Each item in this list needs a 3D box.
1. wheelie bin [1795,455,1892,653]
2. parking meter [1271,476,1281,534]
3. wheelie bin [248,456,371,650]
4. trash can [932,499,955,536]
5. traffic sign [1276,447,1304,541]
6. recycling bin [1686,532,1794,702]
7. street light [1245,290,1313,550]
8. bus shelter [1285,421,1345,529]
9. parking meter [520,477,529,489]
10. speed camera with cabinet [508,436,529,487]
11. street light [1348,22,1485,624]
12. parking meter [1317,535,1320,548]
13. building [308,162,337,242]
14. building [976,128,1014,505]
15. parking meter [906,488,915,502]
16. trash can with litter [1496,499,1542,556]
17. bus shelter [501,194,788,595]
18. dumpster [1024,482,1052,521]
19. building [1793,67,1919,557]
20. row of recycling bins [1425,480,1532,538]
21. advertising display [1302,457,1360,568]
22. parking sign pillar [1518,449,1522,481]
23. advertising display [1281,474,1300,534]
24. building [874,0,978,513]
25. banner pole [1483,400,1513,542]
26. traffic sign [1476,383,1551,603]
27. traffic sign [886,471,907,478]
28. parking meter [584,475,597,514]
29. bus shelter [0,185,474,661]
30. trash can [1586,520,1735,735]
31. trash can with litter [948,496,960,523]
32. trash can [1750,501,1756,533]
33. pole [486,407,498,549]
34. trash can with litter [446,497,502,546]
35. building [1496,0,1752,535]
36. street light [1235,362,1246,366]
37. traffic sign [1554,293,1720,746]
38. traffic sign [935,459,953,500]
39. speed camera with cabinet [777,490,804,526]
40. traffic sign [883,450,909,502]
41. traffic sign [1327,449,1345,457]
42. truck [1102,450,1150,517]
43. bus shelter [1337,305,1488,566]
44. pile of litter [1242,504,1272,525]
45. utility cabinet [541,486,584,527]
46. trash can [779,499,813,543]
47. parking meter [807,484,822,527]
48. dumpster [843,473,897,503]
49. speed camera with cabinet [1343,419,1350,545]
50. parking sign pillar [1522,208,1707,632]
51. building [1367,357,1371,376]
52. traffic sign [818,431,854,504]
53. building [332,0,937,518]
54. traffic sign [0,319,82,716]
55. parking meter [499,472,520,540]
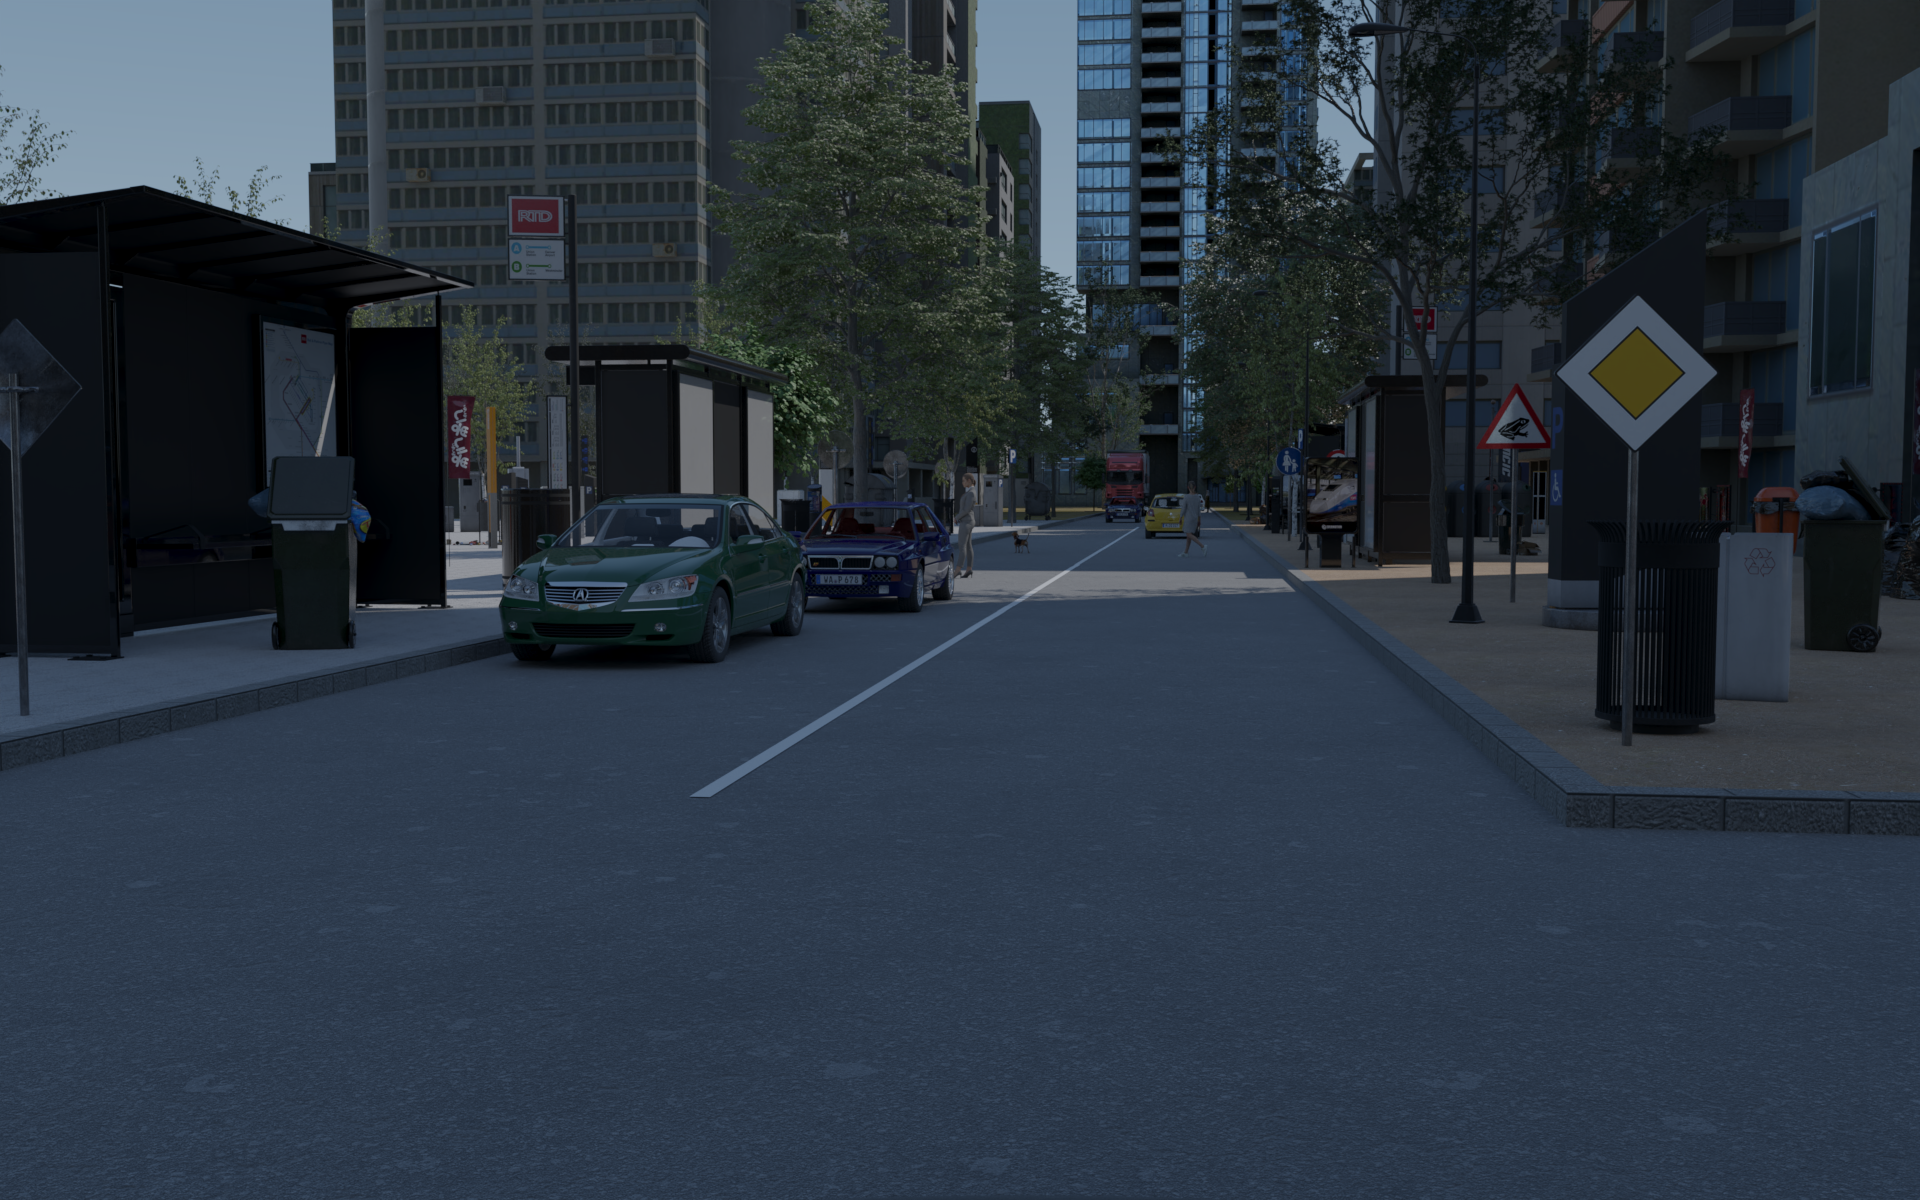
[{"bbox_3d":[7.273,-0.390,14.283,0.693,1.594,0.980,2,4,30],"label":"wheelie bin"},{"bbox_3d":[10.265,-3.092,56.266,0.255,1.863,0.399,1,4,14],"label":"parking meter"},{"bbox_3d":[-5.410,-0.401,14.459,0.980,1.594,0.693,-1,4,-12],"label":"wheelie bin"},{"bbox_3d":[-0.505,-2.568,53.648,0.748,1.137,0.748,0,3,0],"label":"trash can"},{"bbox_3d":[8.987,-2.881,47.204,0.768,2.556,0.104,0,4,8],"label":"traffic sign"},{"bbox_3d":[4.918,0.090,11.086,0.722,1.027,0.722,2,4,26],"label":"recycling bin"},{"bbox_3d":[7.368,-4.099,39.555,1.470,5.913,1.316,0,4,8],"label":"street light"},{"bbox_3d":[11.981,-4.111,58.496,1.731,3.624,6.357,0,4,8],"label":"bus shelter"},{"bbox_3d":[-14.651,-3.200,58.025,0.399,1.863,0.255,-2,4,-32],"label":"parking meter"},{"bbox_3d":[-14.504,-3.995,59.656,2.038,3.252,0.660,-1,4,-19],"label":"speed camera with cabinet"},{"bbox_3d":[4.520,-2.730,17.171,1.470,5.913,1.316,0,4,8],"label":"street light"},{"bbox_3d":[8.714,-2.170,41.186,0.399,1.863,0.255,2,4,27],"label":"parking meter"},{"bbox_3d":[-47.332,-23.312,152.852,14.107,30.474,14.160,0,4,8],"label":"building"},{"bbox_3d":[-2.735,-22.939,146.759,14.107,30.474,14.160,0,4,8],"label":"building"},{"bbox_3d":[-2.144,-4.077,75.064,0.372,1.533,0.369,0,3,0],"label":"parking meter"},{"bbox_3d":[11.799,-1.533,36.457,0.624,1.170,1.055,-2,4,-28],"label":"trash can with litter"},{"bbox_3d":[-4.632,-2.948,25.833,2.179,5.291,8.768,0,4,8],"label":"bus shelter"},{"bbox_3d":[3.767,-4.788,84.046,1.264,1.857,1.865,0,4,8],"label":"dumpster"},{"bbox_3d":[29.727,-43.334,21.177,31.000,86.520,22.319,0,4,8],"label":"building"},{"bbox_3d":[15.240,-2.712,51.449,3.534,1.692,1.069,-1,4,-11],"label":"row of recycling bins"},{"bbox_3d":[6.454,-1.523,30.121,0.974,1.923,0.123,0,4,-8],"label":"advertising display"},{"bbox_3d":[26.143,-5.535,78.976,1.447,3.967,1.447,0,4,4],"label":"parking sign pillar"},{"bbox_3d":[10.751,-3.067,55.354,0.974,1.923,0.123,0,4,-3],"label":"advertising display"},{"bbox_3d":[-6.621,-26.507,116.978,14.154,41.232,14.086,0,4,8],"label":"building"},{"bbox_3d":[14.388,-3.430,46.100,0.863,3.779,0.401,0,4,-3],"label":"banner pole"},{"bbox_3d":[6.536,-1.248,20.415,0.884,2.594,0.081,1,4,14],"label":"traffic sign"},{"bbox_3d":[-2.073,-3.421,56.033,0.768,2.556,0.104,1,4,11],"label":"traffic sign"},{"bbox_3d":[-11.068,-2.838,52.114,0.399,1.863,0.255,2,4,24],"label":"parking meter"},{"bbox_3d":[-6.646,-1.536,16.402,1.731,3.624,6.357,0,4,8],"label":"bus shelter"},{"bbox_3d":[3.789,0.137,9.420,0.748,1.137,0.748,0,3,0],"label":"trash can"},{"bbox_3d":[-0.286,-3.981,76.145,1.678,1.210,2.233,-2,4,-30],"label":"trash can with litter"},{"bbox_3d":[17.464,-1.578,37.462,0.748,1.137,0.748,0,3,0],"label":"trash can"},{"bbox_3d":[-10.986,-2.862,40.640,0.158,3.312,0.155,0,3,0],"label":"pole"},{"bbox_3d":[-12.275,-2.005,43.847,2.233,1.210,1.678,0,4,0],"label":"trash can with litter"},{"bbox_3d":[32.642,-24.823,60.478,22.147,44.769,28.867,0,4,8],"label":"building"},{"bbox_3d":[10.345,-5.420,61.164,1.470,5.913,1.316,0,4,8],"label":"street light"},{"bbox_3d":[3.398,-0.314,8.770,0.795,2.450,0.064,0,4,8],"label":"traffic sign"},{"bbox_3d":[-0.555,-3.841,62.904,0.768,2.556,0.104,1,4,13],"label":"traffic sign"},{"bbox_3d":[-7.412,-4.673,70.740,2.038,3.252,0.660,1,4,15],"label":"speed camera with cabinet"},{"bbox_3d":[-1.861,-3.051,49.986,0.768,2.556,0.104,1,4,15],"label":"traffic sign"},{"bbox_3d":[10.829,-3.027,49.601,0.768,2.556,0.104,1,4,15],"label":"traffic sign"},{"bbox_3d":[10.881,-7.545,112.274,2.839,4.237,11.283,0,4,8],"label":"truck"},{"bbox_3d":[8.769,-3.488,34.654,2.179,5.291,8.768,0,4,8],"label":"bus shelter"},{"bbox_3d":[12.704,-3.609,72.978,1.719,0.858,1.176,0,4,7],"label":"pile of litter"},{"bbox_3d":[-11.334,-2.490,49.387,1.173,1.500,0.318,-2,4,-26],"label":"utility cabinet"},{"bbox_3d":[-3.800,-1.753,40.309,0.748,1.137,0.748,0,3,0],"label":"trash can"},{"bbox_3d":[-3.596,-2.105,42.822,0.372,1.533,0.369,0,3,0],"label":"parking meter"},{"bbox_3d":[-2.538,-2.615,48.509,1.264,1.857,1.865,0,4,8],"label":"dumpster"},{"bbox_3d":[10.223,-3.081,44.714,0.660,3.252,2.038,0,4,8],"label":"speed camera with cabinet"},{"bbox_3d":[6.391,-1.723,16.640,1.447,3.967,1.447,0,4,1],"label":"parking sign pillar"},{"bbox_3d":[40.558,-50.017,130.453,22.319,86.520,31.000,0,4,8],"label":"building"},{"bbox_3d":[-2.501,-2.120,34.766,0.768,2.556,0.104,1,4,13],"label":"traffic sign"},{"bbox_3d":[-18.059,-24.907,99.105,32.217,40.220,23.993,0,4,8],"label":"building"},{"bbox_3d":[-5.415,-0.387,9.969,0.795,2.450,0.064,0,4,8],"label":"traffic sign"},{"bbox_3d":[-12.173,-2.503,46.630,0.399,1.863,0.255,1,4,20],"label":"parking meter"}]
